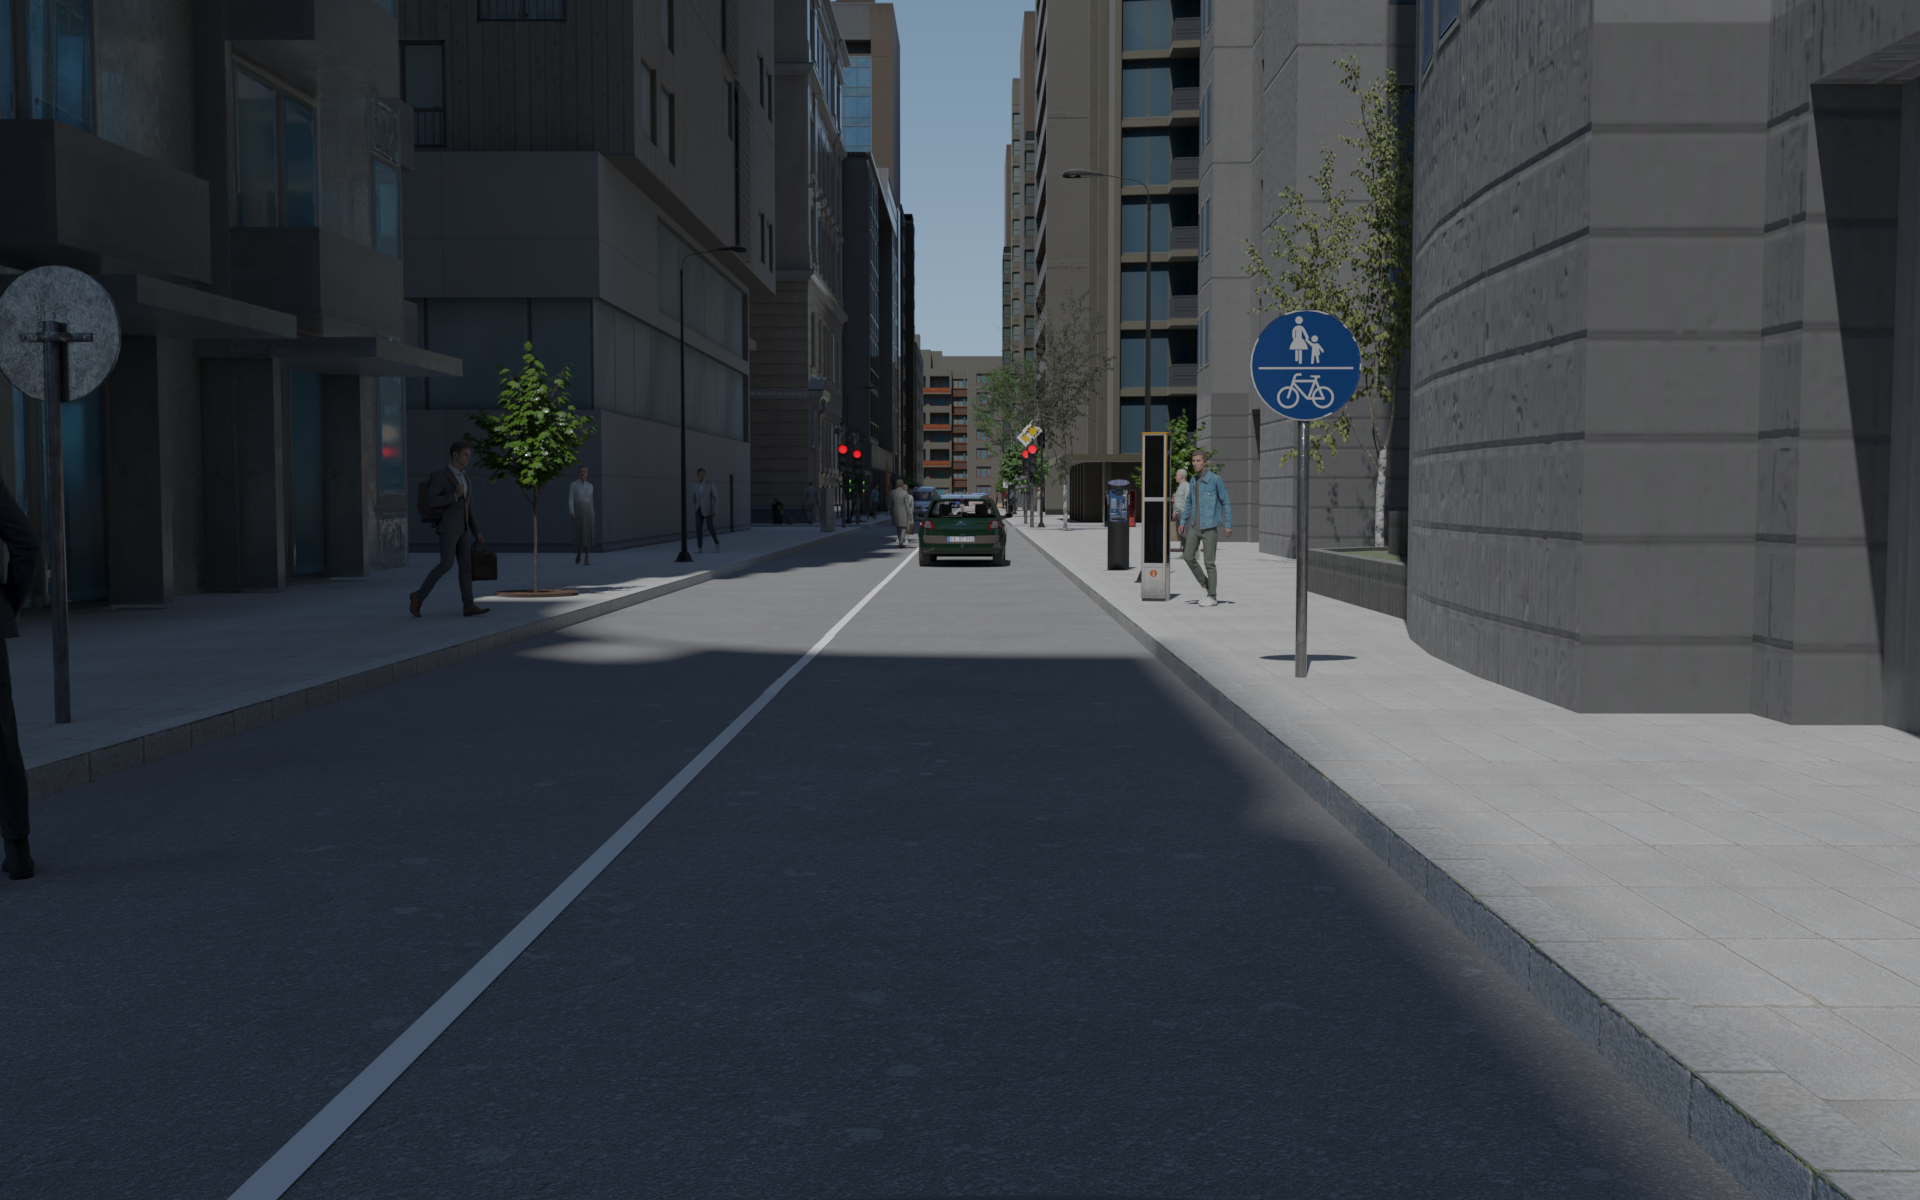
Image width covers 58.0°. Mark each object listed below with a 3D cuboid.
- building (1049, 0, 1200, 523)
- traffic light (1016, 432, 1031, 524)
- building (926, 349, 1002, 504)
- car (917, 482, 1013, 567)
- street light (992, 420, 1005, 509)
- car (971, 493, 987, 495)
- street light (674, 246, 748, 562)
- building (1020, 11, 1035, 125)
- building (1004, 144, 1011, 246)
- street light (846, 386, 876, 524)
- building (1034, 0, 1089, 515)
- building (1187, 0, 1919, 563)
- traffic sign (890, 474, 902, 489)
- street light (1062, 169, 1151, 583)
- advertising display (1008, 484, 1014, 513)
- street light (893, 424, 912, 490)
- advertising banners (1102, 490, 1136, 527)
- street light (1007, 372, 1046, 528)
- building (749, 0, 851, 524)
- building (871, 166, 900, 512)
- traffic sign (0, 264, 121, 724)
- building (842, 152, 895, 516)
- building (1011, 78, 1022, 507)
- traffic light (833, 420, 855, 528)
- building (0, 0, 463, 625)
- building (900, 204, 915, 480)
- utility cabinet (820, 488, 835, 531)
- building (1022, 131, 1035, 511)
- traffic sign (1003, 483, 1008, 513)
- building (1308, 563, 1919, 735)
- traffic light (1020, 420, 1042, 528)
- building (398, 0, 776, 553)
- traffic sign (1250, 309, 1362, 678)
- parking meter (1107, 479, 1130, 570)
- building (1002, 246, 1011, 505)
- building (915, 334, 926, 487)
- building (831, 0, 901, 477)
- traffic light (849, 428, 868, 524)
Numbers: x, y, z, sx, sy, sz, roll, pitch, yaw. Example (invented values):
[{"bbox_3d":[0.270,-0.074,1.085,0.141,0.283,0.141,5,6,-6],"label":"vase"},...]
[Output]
[{"bbox_3d":[18.946,-26.256,83.908,28.867,44.769,22.147,0,4,0],"label":"building"},{"bbox_3d":[2.799,-5.209,74.092,0.839,4.253,0.868,0,4,0],"label":"traffic light"},{"bbox_3d":[-4.366,-24.629,247.724,28.899,21.520,27.650,0,4,0],"label":"building"},{"bbox_3d":[0.082,-1.578,35.579,2.009,1.686,4.222,0,4,2],"label":"car"},{"bbox_3d":[2.892,-8.293,108.132,1.470,5.913,1.316,0,4,0],"label":"street light"},{"bbox_3d":[1.222,-6.369,113.728,1.945,1.707,3.694,0,4,-1],"label":"car"},{"bbox_3d":[-4.671,-3.670,32.550,1.470,5.913,1.316,0,4,0],"label":"street light"},{"bbox_3d":[12.559,-31.134,159.159,14.600,45.320,14.200,0,4,0],"label":"building"},{"bbox_3d":[12.547,-34.652,216.676,14.600,45.320,14.200,0,4,0],"label":"building"},{"bbox_3d":[-4.291,-6.243,74.612,1.470,5.913,1.316,0,4,0],"label":"street light"},{"bbox_3d":[15.961,-30.015,114.449,21.300,48.544,21.600,0,4,0],"label":"building"},{"bbox_3d":[17.176,-30.848,46.357,21.231,58.520,28.212,0,4,0],"label":"building"},{"bbox_3d":[-4.153,-6.849,112.079,0.768,2.556,0.104,1,4,9],"label":"traffic sign"},{"bbox_3d":[2.162,-3.204,24.921,1.470,5.913,1.316,0,4,0],"label":"street light"},{"bbox_3d":[3.418,-6.800,116.395,0.123,1.923,0.974,1,4,20],"label":"advertising display"},{"bbox_3d":[-3.909,-8.744,115.507,1.470,5.913,1.316,0,4,0],"label":"street light"},{"bbox_3d":[6.517,-4.318,66.792,2.074,3.025,0.090,1,4,12],"label":"advertising banners"},{"bbox_3d":[2.573,-5.722,66.096,1.470,5.913,1.316,0,4,0],"label":"street light"},{"bbox_3d":[-12.625,-18.245,84.202,13.634,28.700,20.117,0,4,0],"label":"building"},{"bbox_3d":[-11.109,-19.396,135.153,12.078,24.808,19.932,0,4,0],"label":"building"},{"bbox_3d":[-5.032,-0.583,9.638,0.768,2.556,0.104,0,4,6],"label":"traffic sign"},{"bbox_3d":[-11.941,-17.801,110.120,14.314,24.678,30.058,0,4,0],"label":"building"},{"bbox_3d":[12.112,-29.986,173.857,14.154,41.232,14.086,0,4,0],"label":"building"},{"bbox_3d":[-4.429,-4.724,66.152,0.839,4.253,0.868,0,4,0],"label":"traffic light"},{"bbox_3d":[-19.365,-24.258,16.225,23.786,49.044,30.456,0,4,0],"label":"building"},{"bbox_3d":[-11.697,-24.443,171.348,14.160,30.474,14.107,0,4,0],"label":"building"},{"bbox_3d":[-4.536,-3.099,59.349,0.318,1.500,1.173,-1,4,-15],"label":"utility cabinet"},{"bbox_3d":[12.065,-22.577,140.839,14.160,30.474,14.107,0,4,0],"label":"building"},{"bbox_3d":[3.245,-7.113,118.431,0.606,2.300,0.079,0,4,8],"label":"traffic sign"},{"bbox_3d":[14.120,-28.638,10.237,21.231,58.520,28.212,0,4,0],"label":"building"},{"bbox_3d":[2.732,-4.721,66.107,0.839,4.253,0.868,0,4,0],"label":"traffic light"},{"bbox_3d":[-19.919,-28.189,50.126,27.495,52.752,28.713,0,4,0],"label":"building"},{"bbox_3d":[2.387,-0.731,12.053,0.768,2.556,0.104,0,4,2],"label":"traffic sign"},{"bbox_3d":[2.680,-1.276,29.281,0.372,1.533,0.369,0,3,0],"label":"parking meter"},{"bbox_3d":[11.915,-26.380,203.006,14.160,30.474,14.107,0,4,0],"label":"building"},{"bbox_3d":[-19.274,-22.355,210.547,28.899,21.520,27.650,0,4,0],"label":"building"},{"bbox_3d":[-12.577,-30.989,156.775,14.600,45.320,14.200,0,4,0],"label":"building"},{"bbox_3d":[-4.362,-5.212,74.137,0.839,4.253,0.868,0,4,0],"label":"traffic light"}]
